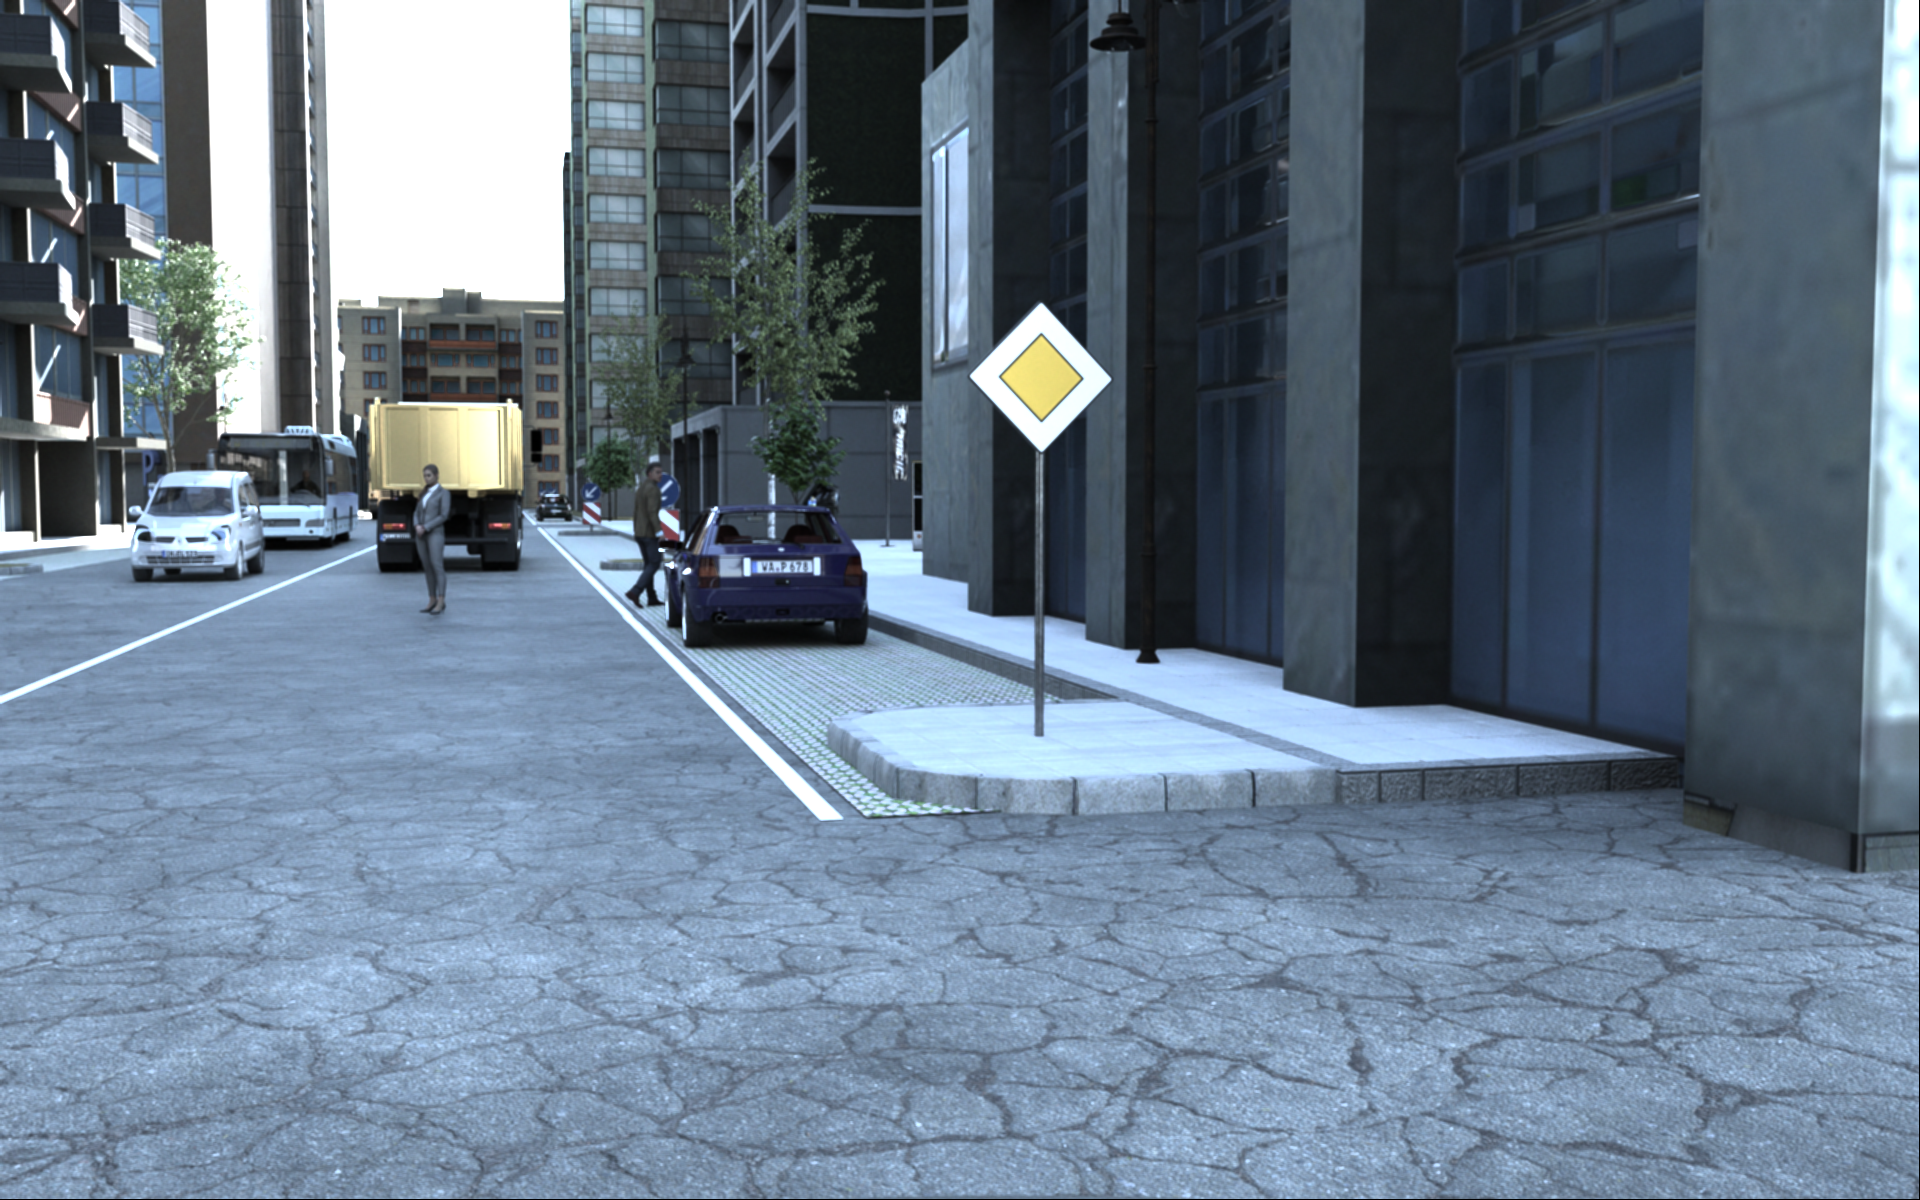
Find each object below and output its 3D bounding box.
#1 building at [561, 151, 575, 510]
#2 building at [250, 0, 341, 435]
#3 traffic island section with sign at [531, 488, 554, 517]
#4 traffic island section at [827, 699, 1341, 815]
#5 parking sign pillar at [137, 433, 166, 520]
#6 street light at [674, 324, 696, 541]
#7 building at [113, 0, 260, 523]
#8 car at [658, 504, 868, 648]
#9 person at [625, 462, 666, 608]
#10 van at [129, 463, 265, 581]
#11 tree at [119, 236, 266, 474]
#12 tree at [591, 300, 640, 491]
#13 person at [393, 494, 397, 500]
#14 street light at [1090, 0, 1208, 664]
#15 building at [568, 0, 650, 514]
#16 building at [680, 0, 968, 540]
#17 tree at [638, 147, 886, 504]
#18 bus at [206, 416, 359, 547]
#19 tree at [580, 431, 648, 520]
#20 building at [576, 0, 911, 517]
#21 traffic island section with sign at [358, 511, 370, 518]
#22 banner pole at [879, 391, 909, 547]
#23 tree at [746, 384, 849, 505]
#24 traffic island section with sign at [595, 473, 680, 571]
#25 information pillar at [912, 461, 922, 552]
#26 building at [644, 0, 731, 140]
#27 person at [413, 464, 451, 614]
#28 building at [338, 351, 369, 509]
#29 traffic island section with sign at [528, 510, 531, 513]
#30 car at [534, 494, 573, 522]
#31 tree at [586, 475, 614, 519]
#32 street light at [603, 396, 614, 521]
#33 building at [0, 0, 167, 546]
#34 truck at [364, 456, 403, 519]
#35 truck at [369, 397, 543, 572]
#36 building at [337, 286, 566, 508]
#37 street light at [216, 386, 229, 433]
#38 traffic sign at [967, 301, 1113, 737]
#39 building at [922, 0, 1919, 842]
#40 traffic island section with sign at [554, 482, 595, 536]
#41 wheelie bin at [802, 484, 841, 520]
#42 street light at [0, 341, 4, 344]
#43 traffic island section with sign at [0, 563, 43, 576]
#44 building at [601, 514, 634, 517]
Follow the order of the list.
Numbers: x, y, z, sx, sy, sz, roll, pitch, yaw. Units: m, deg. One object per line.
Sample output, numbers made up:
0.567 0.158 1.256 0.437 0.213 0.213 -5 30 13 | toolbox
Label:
-27.246 -23.150 150.195 14.160 30.474 14.107 -1 4 -15 | building
-51.108 -26.663 119.538 14.154 41.232 14.086 -1 4 -15 | building
-25.522 -6.073 107.922 1.989 1.847 2.006 -1 4 -15 | traffic island section with sign
0.437 0.801 9.192 2.009 0.180 2.903 -1 4 -15 | traffic island section
-35.096 -5.321 75.469 1.447 3.967 1.447 3 5 41 | parking sign pillar
-7.500 -4.559 47.331 0.468 5.910 1.993 -1 4 -15 | street light
-42.090 -26.441 82.422 14.600 45.320 14.200 -1 4 -15 | building
-2.043 -0.305 17.560 1.945 1.354 3.894 -1 4 -13 | car
-3.917 -0.820 21.820 0.656 1.842 0.836 2 4 26 | person
-13.103 -1.398 29.872 2.013 2.044 4.112 -1 4 -15 | van
-30.503 -8.610 66.525 9.928 11.665 9.643 0 3 0 | tree
-12.247 -7.117 66.726 4.737 8.622 4.395 0 3 0 | tree
-26.391 -4.261 81.407 0.421 1.427 0.697 3 4 38 | person
1.432 -2.460 13.015 0.468 5.910 1.993 -1 4 -15 | street light
-23.476 -27.689 136.308 14.154 41.232 14.086 -1 4 -15 | building
2.174 -37.566 52.452 20.563 71.187 20.611 -1 4 -15 | building
-3.880 -5.341 37.685 4.737 8.622 4.395 0 3 0 | tree
-18.836 -3.312 49.018 2.948 3.499 13.247 -1 4 -15 | bus
-17.331 -6.338 87.333 4.285 4.588 4.351 0 3 0 | tree
-15.933 -41.635 118.990 20.563 71.187 20.611 -1 4 -15 | building
-36.929 -5.871 104.617 1.989 1.847 2.006 -1 4 -15 | traffic island section with sign
-1.585 -3.189 42.156 0.863 3.779 0.401 -3 5 -40 | banner pole
-2.761 -2.205 30.651 1.663 3.219 1.824 0 3 0 | tree
-5.877 -1.503 33.203 1.989 1.847 2.006 -1 4 -15 | traffic island section with sign
-0.892 -2.092 38.703 0.304 2.012 0.304 0 4 7 | information pillar
-7.082 -18.700 77.439 14.160 30.474 14.107 -1 4 -15 | building
-6.413 -0.740 20.870 0.520 1.790 0.573 1 4 12 | person
-64.370 -50.331 135.591 31.000 86.520 22.319 -1 4 -15 | building
-32.431 -7.679 134.180 1.989 1.847 2.006 -1 4 -15 | traffic island section with sign
-21.322 -4.965 90.958 2.009 1.686 4.222 -1 4 -16 | car
-18.535 -5.859 90.404 1.663 3.219 1.824 0 3 0 | tree
-16.529 -6.653 81.559 0.468 5.910 1.993 -1 4 -15 | street light
-34.256 -23.840 44.406 22.147 44.769 28.867 -1 4 -15 | building
-32.879 -6.872 101.270 2.839 4.237 11.283 -1 4 -13 | truck
-10.362 -2.432 35.688 3.469 3.379 9.791 -1 4 -14 | truck
-49.796 -20.147 174.446 28.899 21.520 27.650 -1 4 -15 | building
-31.465 -6.205 74.236 0.468 5.910 1.993 -1 4 -15 | street light
0.416 -0.334 9.109 0.795 2.450 0.064 -1 4 -15 | traffic sign
15.548 -43.176 18.594 31.000 86.520 22.319 -1 4 -15 | building
-12.894 -3.136 59.901 1.989 1.847 2.006 -1 4 -15 | traffic island section with sign
-2.644 -1.543 33.140 0.693 1.594 0.980 0 4 1 | wheelie bin
-22.439 -4.106 39.918 0.468 5.910 1.993 -1 4 -15 | street light
-17.509 -1.352 30.735 1.989 1.847 2.006 -1 4 -15 | traffic island section with sign
-15.152 -25.603 102.206 14.154 41.232 14.086 -1 4 -15 | building
